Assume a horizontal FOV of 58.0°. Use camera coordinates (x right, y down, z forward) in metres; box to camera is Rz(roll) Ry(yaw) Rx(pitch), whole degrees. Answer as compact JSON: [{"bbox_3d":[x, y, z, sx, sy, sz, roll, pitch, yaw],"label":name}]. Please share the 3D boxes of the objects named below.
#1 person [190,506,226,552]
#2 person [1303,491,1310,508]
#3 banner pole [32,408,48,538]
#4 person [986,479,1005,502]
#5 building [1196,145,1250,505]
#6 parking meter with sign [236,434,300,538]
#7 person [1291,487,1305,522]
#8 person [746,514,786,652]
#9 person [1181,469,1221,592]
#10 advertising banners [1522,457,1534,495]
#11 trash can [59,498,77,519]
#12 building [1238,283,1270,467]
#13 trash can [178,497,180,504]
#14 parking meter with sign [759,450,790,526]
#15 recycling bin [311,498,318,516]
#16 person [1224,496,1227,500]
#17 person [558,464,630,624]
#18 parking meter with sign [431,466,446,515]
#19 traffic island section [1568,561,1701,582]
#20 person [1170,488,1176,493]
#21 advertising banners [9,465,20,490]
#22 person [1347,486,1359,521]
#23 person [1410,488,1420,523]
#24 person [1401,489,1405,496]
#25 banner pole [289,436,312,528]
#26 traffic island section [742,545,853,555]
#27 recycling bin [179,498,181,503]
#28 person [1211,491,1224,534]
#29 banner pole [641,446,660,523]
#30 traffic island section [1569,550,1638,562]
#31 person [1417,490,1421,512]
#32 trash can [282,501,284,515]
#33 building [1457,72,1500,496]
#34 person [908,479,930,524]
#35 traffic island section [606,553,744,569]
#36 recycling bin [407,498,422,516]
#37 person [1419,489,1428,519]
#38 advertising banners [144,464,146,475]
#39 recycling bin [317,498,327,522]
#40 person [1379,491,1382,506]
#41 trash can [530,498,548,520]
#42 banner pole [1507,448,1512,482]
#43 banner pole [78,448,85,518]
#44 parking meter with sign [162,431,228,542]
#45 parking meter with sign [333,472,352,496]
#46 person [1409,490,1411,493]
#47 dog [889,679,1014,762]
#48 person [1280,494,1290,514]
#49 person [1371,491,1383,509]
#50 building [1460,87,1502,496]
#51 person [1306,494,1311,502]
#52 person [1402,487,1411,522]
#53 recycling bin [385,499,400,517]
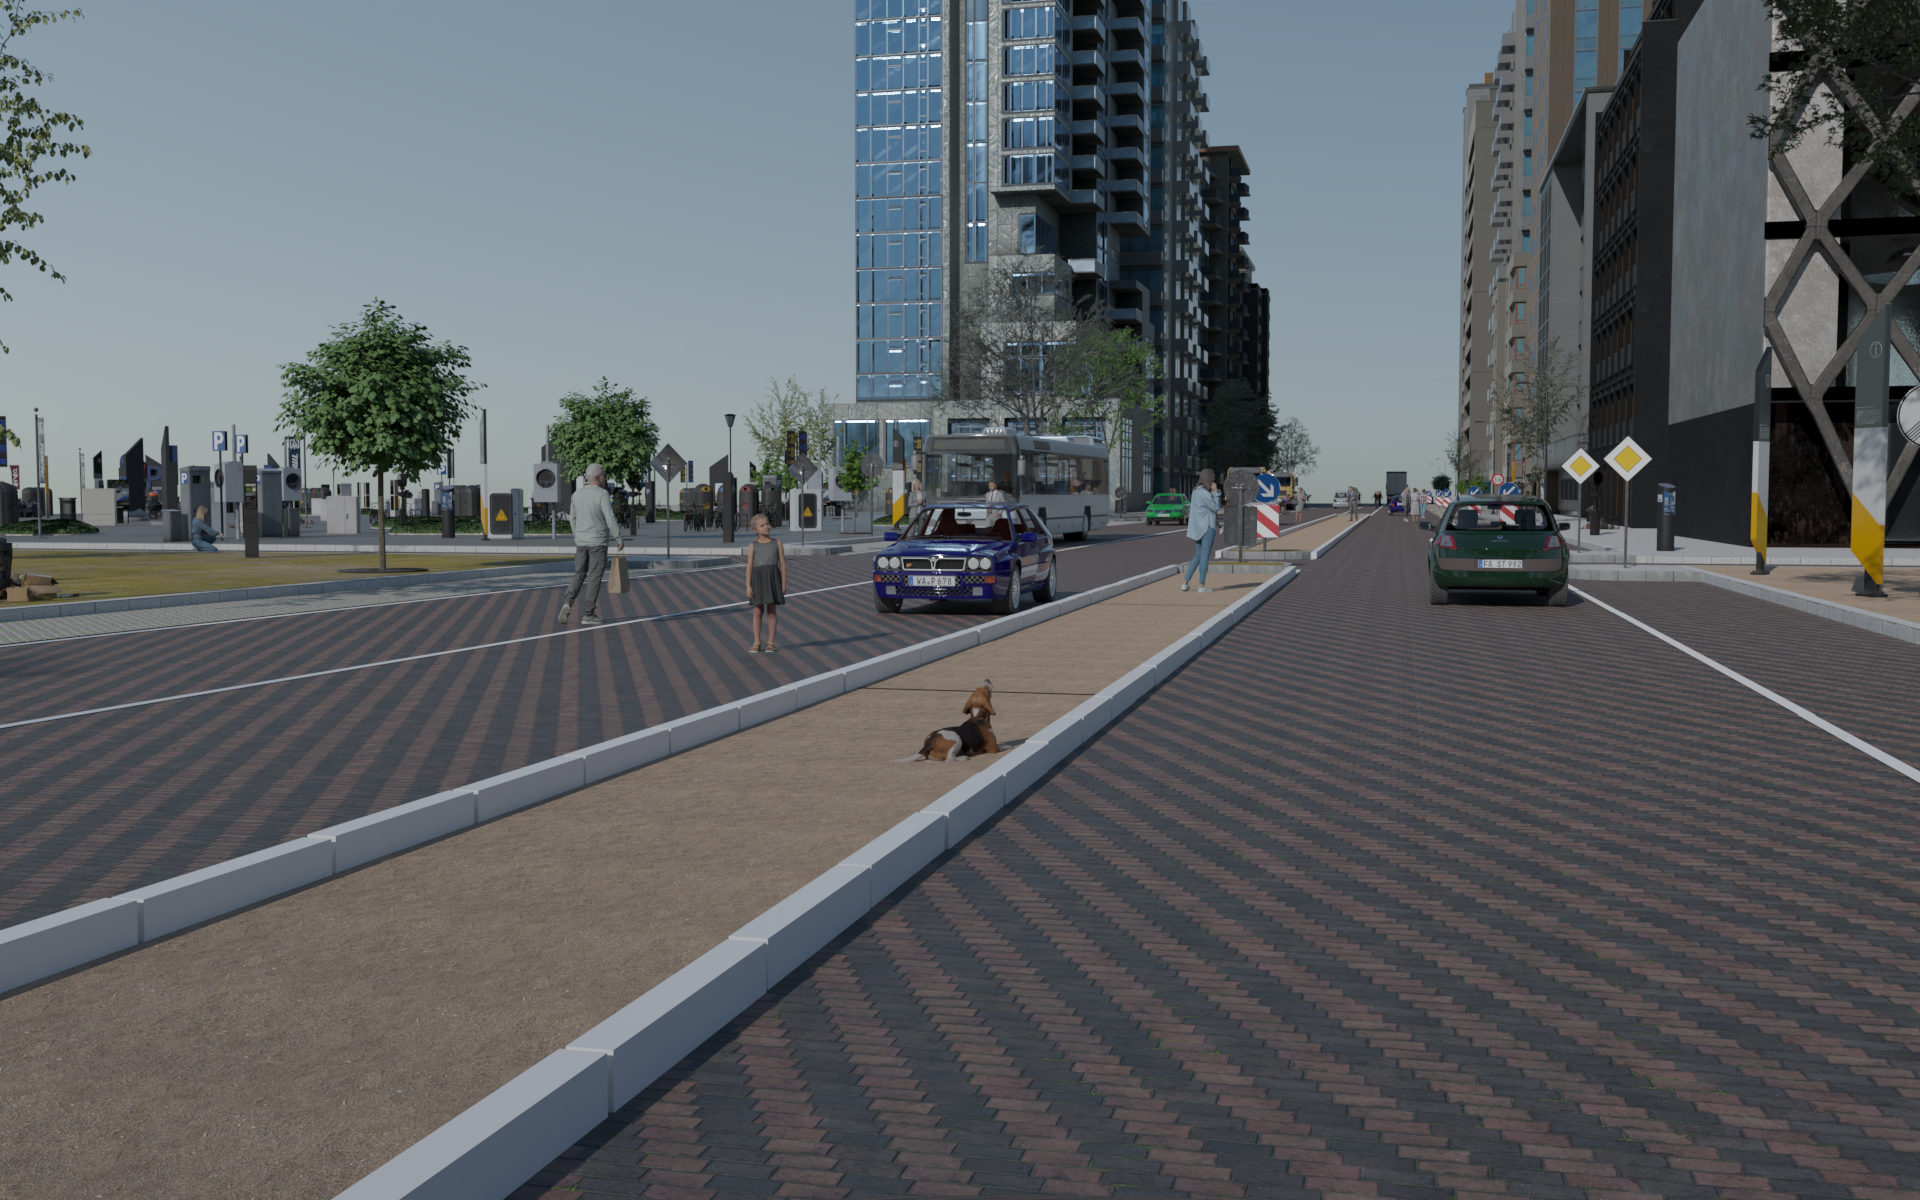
[{"bbox_3d":[-17.620,-1.622,40.521,0.738,1.151,1.012,-2,4,-26],"label":"person"},{"bbox_3d":[36.341,-10.663,182.925,1.350,1.814,0.705,0,4,7],"label":"person"},{"bbox_3d":[-26.547,-3.670,50.018,0.863,3.779,0.401,3,5,45],"label":"banner pole"},{"bbox_3d":[0.849,-2.047,42.248,0.678,1.792,0.850,2,4,34],"label":"person"},{"bbox_3d":[24.103,-34.276,215.029,22.147,44.769,28.867,1,4,14],"label":"building"},{"bbox_3d":[-20.537,-3.377,51.470,0.543,3.016,1.738,3,4,37],"label":"parking meter with sign"},{"bbox_3d":[17.469,-4.934,89.528,0.716,1.782,0.532,1,4,15],"label":"person"},{"bbox_3d":[-1.760,-0.158,15.752,0.362,1.253,0.373,0,4,-2],"label":"person"},{"bbox_3d":[3.493,-1.001,25.138,0.793,1.790,0.793,3,5,41],"label":"person"},{"bbox_3d":[26.551,-5.189,81.034,0.090,3.025,2.074,0,4,5],"label":"advertising banners"},{"bbox_3d":[-37.004,-3.681,71.846,0.748,1.137,0.748,0,3,0],"label":"trash can"},{"bbox_3d":[34.375,-28.343,235.108,14.160,30.474,14.107,1,4,14],"label":"building"},{"bbox_3d":[-45.085,-5.361,99.309,0.748,1.137,0.748,0,3,0],"label":"trash can"},{"bbox_3d":[-7.554,-4.493,69.725,1.738,3.016,0.543,2,4,28],"label":"parking meter with sign"},{"bbox_3d":[-37.081,-5.374,100.413,0.722,1.027,0.722,1,4,16],"label":"recycling bin"},{"bbox_3d":[22.520,-8.199,145.743,0.628,1.438,0.799,1,4,15],"label":"person"},{"bbox_3d":[-3.999,-0.614,19.022,0.782,1.767,0.515,2,4,29],"label":"person"},{"bbox_3d":[-31.813,-6.689,105.625,0.543,3.016,1.738,0,4,-2],"label":"parking meter with sign"},{"bbox_3d":[11.538,-0.472,29.993,2.009,0.180,2.903,1,4,14],"label":"traffic island section"},{"bbox_3d":[13.447,-6.170,109.348,0.573,1.828,0.580,2,4,29],"label":"person"},{"bbox_3d":[-56.061,-6.617,104.368,2.074,3.025,0.090,-2,4,-26],"label":"advertising banners"},{"bbox_3d":[20.562,-5.038,90.673,0.655,1.846,0.447,3,5,41],"label":"person"},{"bbox_3d":[22.905,-4.782,87.262,0.480,1.755,0.524,-1,4,-11],"label":"person"},{"bbox_3d":[34.457,-7.717,134.537,0.709,1.838,0.599,-1,4,-15],"label":"person"},{"bbox_3d":[-25.124,-4.639,65.870,0.863,3.779,0.401,0,4,5],"label":"banner pole"},{"bbox_3d":[-3.845,-1.213,42.117,2.009,0.180,2.903,1,4,14],"label":"traffic island section"},{"bbox_3d":[-51.336,-6.243,114.628,0.722,1.027,0.722,2,4,29],"label":"recycling bin"},{"bbox_3d":[9.062,-3.293,62.180,0.795,1.843,0.661,-2,4,-25],"label":"person"},{"bbox_3d":[-13.967,-5.375,77.893,0.863,3.779,0.401,-1,4,-14],"label":"banner pole"},{"bbox_3d":[13.499,-0.945,37.735,2.009,0.180,2.903,1,4,14],"label":"traffic island section"},{"bbox_3d":[37.569,-8.119,141.688,0.683,1.767,0.568,-1,4,-10],"label":"person"},{"bbox_3d":[-27.762,-3.590,70.352,0.748,1.137,0.748,0,3,0],"label":"trash can"},{"bbox_3d":[82.286,-43.122,247.038,21.231,58.520,28.212,1,4,14],"label":"building"},{"bbox_3d":[-0.993,-2.046,42.135,0.537,1.800,0.526,0,4,-3],"label":"person"},{"bbox_3d":[-5.806,-0.740,34.376,2.009,0.180,2.903,1,4,14],"label":"traffic island section"},{"bbox_3d":[-32.037,-5.464,101.882,0.722,1.027,0.722,3,4,36],"label":"recycling bin"},{"bbox_3d":[26.846,-5.571,100.417,0.563,1.720,0.643,3,5,45],"label":"person"},{"bbox_3d":[-49.018,-6.474,102.042,2.074,3.025,0.090,0,4,-5],"label":"advertising banners"},{"bbox_3d":[-29.523,-4.197,81.178,0.722,1.027,0.722,0,4,-7],"label":"recycling bin"},{"bbox_3d":[49.926,-12.085,206.019,0.705,1.831,1.348,-1,4,-15],"label":"person"},{"bbox_3d":[-15.725,-3.253,64.835,0.748,1.137,0.748,0,3,0],"label":"trash can"},{"bbox_3d":[29.875,-6.378,94.291,0.401,3.779,0.863,2,4,33],"label":"banner pole"},{"bbox_3d":[-47.672,-6.365,94.077,0.863,3.779,0.401,3,5,44],"label":"banner pole"},{"bbox_3d":[-20.867,-3.116,47.205,0.543,3.016,1.738,2,4,31],"label":"parking meter with sign"},{"bbox_3d":[-42.295,-7.532,119.407,1.738,3.016,0.543,-1,4,-22],"label":"parking meter with sign"},{"bbox_3d":[45.266,-10.140,174.295,1.348,1.824,0.705,3,5,44],"label":"person"},{"bbox_3d":[-0.052,0.657,9.457,0.748,0.427,0.550,0,4,-6],"label":"dog"},{"bbox_3d":[22.787,-6.706,121.376,0.697,1.427,0.421,0,4,6],"label":"person"},{"bbox_3d":[39.442,-9.442,163.700,1.217,1.723,0.721,2,4,31],"label":"person"},{"bbox_3d":[70.252,-35.334,201.420,21.300,48.544,21.600,1,4,14],"label":"building"},{"bbox_3d":[49.178,-14.208,243.987,0.799,1.438,0.628,1,4,12],"label":"person"},{"bbox_3d":[23.318,-4.980,90.108,0.709,1.800,0.728,0,4,-8],"label":"person"},{"bbox_3d":[-31.617,-5.135,96.516,0.722,1.027,0.722,-2,4,-26],"label":"recycling bin"}]
